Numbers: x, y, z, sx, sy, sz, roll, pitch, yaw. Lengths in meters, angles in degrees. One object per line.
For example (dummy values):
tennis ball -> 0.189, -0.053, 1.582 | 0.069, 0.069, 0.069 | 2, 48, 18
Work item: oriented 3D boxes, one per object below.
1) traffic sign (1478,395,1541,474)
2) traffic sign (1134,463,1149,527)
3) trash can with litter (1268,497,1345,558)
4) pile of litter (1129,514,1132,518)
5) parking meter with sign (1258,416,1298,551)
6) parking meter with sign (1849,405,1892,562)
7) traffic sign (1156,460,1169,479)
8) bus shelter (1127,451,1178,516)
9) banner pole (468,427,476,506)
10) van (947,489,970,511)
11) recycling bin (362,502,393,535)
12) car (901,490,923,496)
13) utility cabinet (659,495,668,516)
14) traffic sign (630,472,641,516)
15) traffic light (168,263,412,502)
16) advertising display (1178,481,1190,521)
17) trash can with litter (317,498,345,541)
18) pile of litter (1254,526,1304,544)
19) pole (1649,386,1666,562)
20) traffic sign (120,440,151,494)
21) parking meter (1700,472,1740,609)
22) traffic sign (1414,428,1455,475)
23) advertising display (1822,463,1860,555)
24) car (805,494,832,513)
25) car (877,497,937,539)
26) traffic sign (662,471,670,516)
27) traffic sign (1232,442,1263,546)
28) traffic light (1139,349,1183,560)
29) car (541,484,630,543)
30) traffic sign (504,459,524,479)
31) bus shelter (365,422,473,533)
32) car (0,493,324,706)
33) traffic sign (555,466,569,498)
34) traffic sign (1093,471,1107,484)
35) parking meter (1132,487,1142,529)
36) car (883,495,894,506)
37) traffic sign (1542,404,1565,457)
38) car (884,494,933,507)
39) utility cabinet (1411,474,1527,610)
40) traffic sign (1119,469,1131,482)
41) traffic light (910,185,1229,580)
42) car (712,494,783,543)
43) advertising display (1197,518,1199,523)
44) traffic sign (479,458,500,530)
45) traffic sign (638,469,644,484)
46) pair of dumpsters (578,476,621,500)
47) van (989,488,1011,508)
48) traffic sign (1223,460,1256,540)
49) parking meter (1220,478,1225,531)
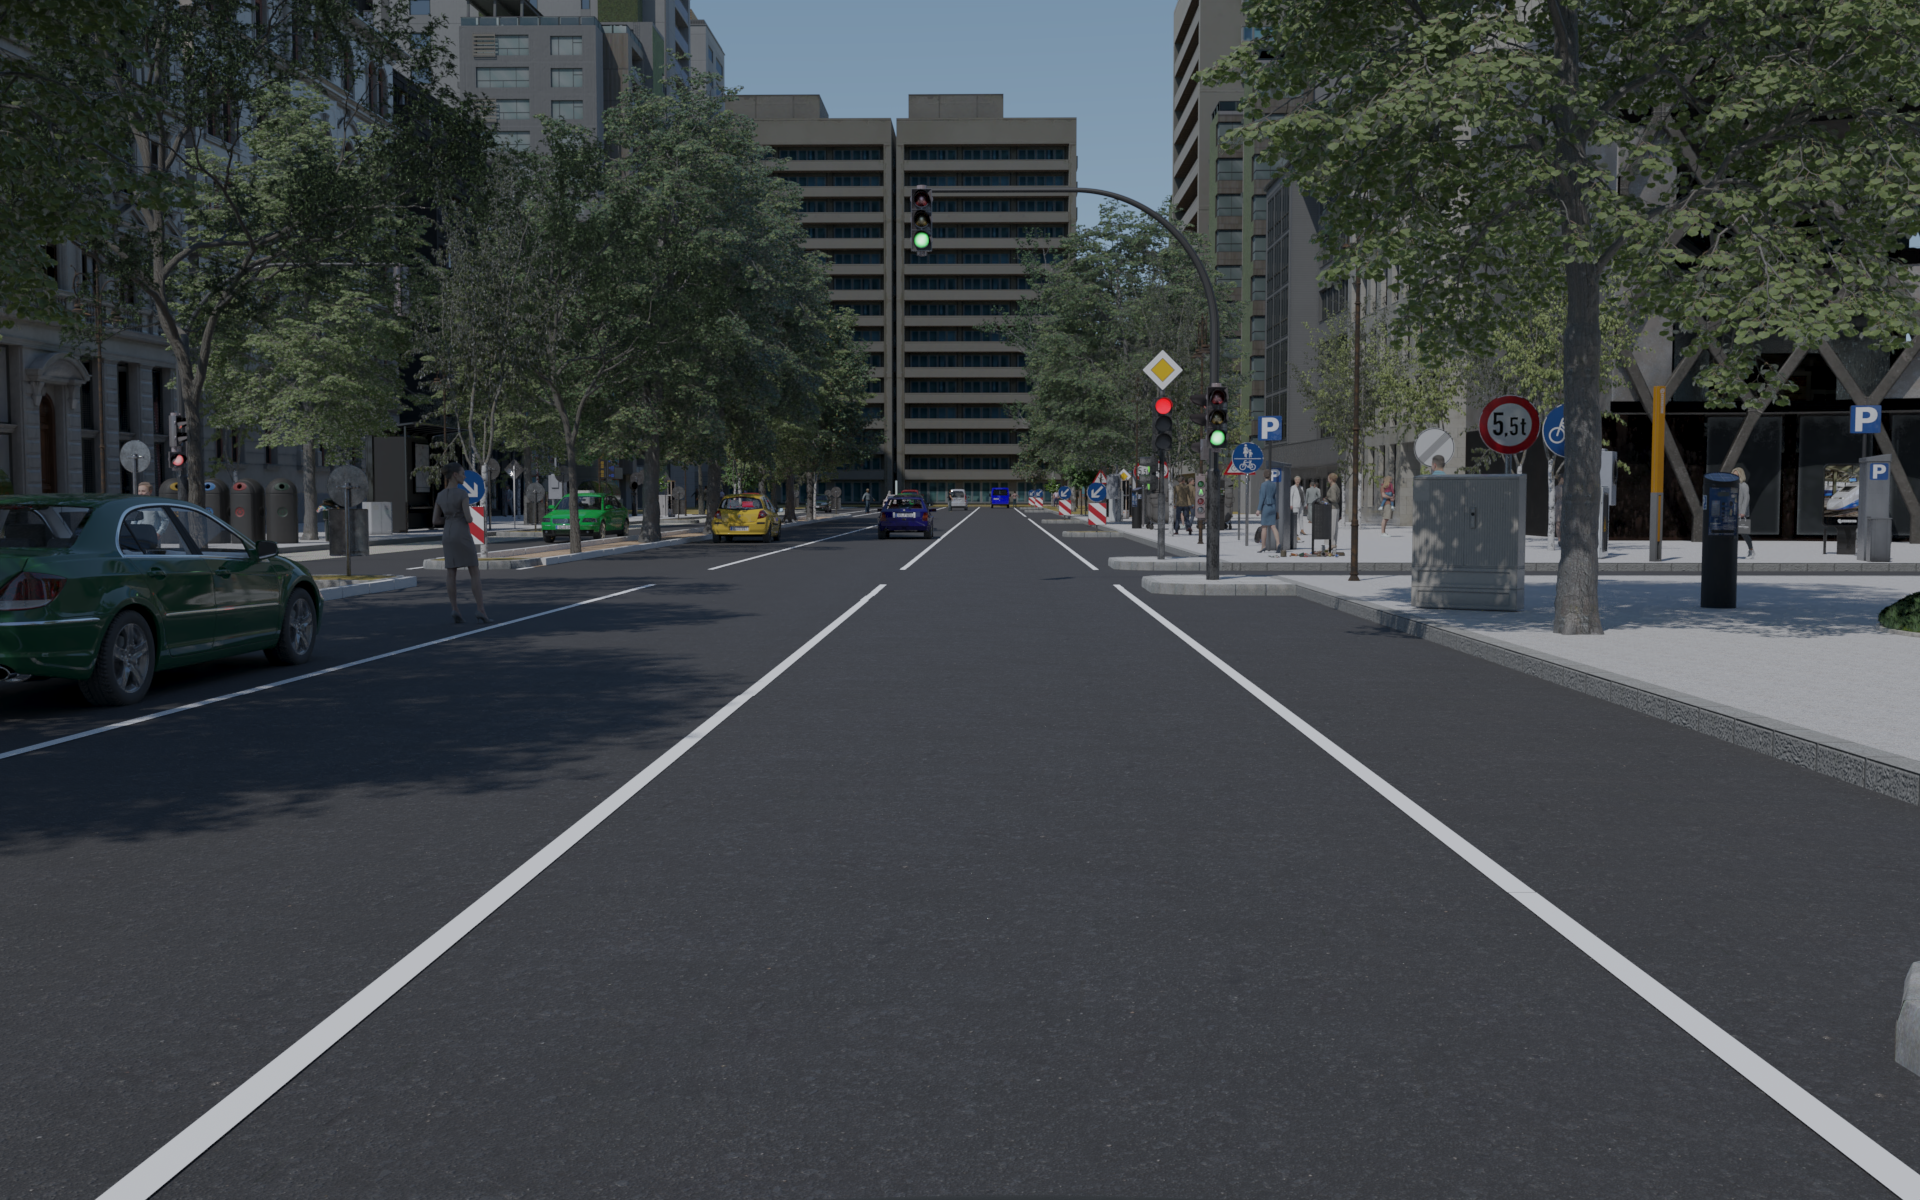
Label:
traffic sign -> 7.049, -1.357, 22.292 | 0.768, 2.556, 0.104 | 1, 4, 10
traffic sign -> 7.187, -4.145, 67.873 | 0.768, 2.556, 0.104 | 0, 4, 6
trash can with litter -> 7.090, -1.504, 35.651 | 2.233, 1.210, 1.678 | -2, 4, -34
pile of litter -> 8.816, -4.980, 95.385 | 1.176, 0.858, 1.719 | -2, 4, -29
parking meter with sign -> 7.282, -2.642, 39.460 | 0.543, 3.016, 1.738 | 2, 4, 26
parking meter with sign -> 17.565, -2.266, 33.310 | 0.543, 3.016, 1.738 | 1, 4, 15
traffic sign -> 7.553, -3.994, 65.412 | 0.768, 2.556, 0.104 | 0, 4, 7
bus shelter -> 9.045, -5.357, 81.508 | 2.014, 3.302, 5.546 | 0, 4, 1
banner pole -> -17.931, -4.507, 63.701 | 0.401, 3.779, 0.863 | -2, 4, -32
van -> -0.174, -8.847, 151.664 | 2.013, 2.044, 4.112 | 0, 4, 2
recycling bin -> -18.430, -2.584, 54.798 | 0.722, 1.027, 0.722 | -3, 4, -38
car -> -4.460, -9.019, 156.137 | 2.281, 1.827, 5.304 | 0, 4, 0
utility cabinet -> -17.832, -5.664, 103.770 | 1.020, 1.237, 0.306 | 2, 4, 31
traffic sign -> -18.801, -6.148, 100.618 | 0.768, 2.556, 0.104 | 1, 4, 8
traffic light -> -13.244, -3.640, 34.178 | 4.771, 5.953, 1.251 | 0, 4, 1
advertising display -> 10.701, -4.753, 82.929 | 0.123, 1.923, 0.974 | -2, 4, -32
trash can with litter -> -16.836, -2.163, 46.759 | 0.624, 1.170, 1.055 | 0, 4, 7
pile of litter -> 8.425, -1.928, 45.490 | 1.719, 0.858, 1.176 | -2, 4, -31
pole -> 13.209, -2.383, 32.801 | 0.158, 3.312, 0.155 | 0, 3, 0
traffic sign -> -19.470, -2.494, 40.889 | 0.768, 2.556, 0.104 | 0, 4, 5
parking meter -> 8.569, -0.680, 19.524 | 0.372, 1.533, 0.369 | 0, 3, 0
traffic sign -> 9.098, -2.030, 33.304 | 0.768, 2.556, 0.104 | 0, 4, 6
advertising display -> 18.751, -1.918, 36.579 | 0.974, 1.923, 0.123 | 3, 5, 40
car -> -10.838, -7.527, 132.857 | 2.009, 1.686, 4.222 | 0, 4, 2
car -> -1.743, -2.674, 56.298 | 1.945, 1.354, 3.894 | 0, 4, 0
traffic sign -> -16.848, -6.063, 99.139 | 0.884, 2.594, 0.081 | 0, 4, 5
traffic sign -> 7.075, -2.602, 42.648 | 0.768, 2.556, 0.104 | 1, 4, 10
traffic light -> 3.920, -2.745, 33.805 | 0.839, 4.253, 0.868 | 0, 4, 1
car -> -11.303, -2.668, 52.420 | 1.959, 1.807, 4.718 | 0, 4, 3
traffic sign -> -16.676, -3.979, 64.792 | 0.795, 2.593, 0.064 | 1, 4, 10
bus shelter -> -18.474, -4.169, 59.444 | 1.731, 3.624, 6.357 | 0, 4, 1
car -> -6.475, -0.082, 13.145 | 2.131, 1.459, 4.920 | 0, 4, 2
traffic sign -> -17.733, -4.724, 77.339 | 0.768, 2.556, 0.104 | 0, 4, 5
traffic sign -> 7.349, -5.532, 90.458 | 0.884, 2.594, 0.081 | 0, 4, 4
parking meter -> 6.558, -3.412, 64.199 | 0.372, 1.533, 0.369 | 0, 3, 0
car -> -4.807, -7.276, 131.318 | 2.083, 1.381, 4.827 | 0, 4, 2
traffic sign -> 8.521, -1.478, 24.272 | 0.768, 2.556, 0.104 | 0, 4, 4
car -> -2.107, -3.739, 70.918 | 2.009, 1.686, 4.222 | 0, 4, -1
utility cabinet -> 5.625, -0.643, 19.186 | 1.173, 1.500, 0.318 | 2, 4, 34
traffic sign -> 8.494, -5.505, 89.744 | 0.795, 2.593, 0.064 | 1, 4, 9
traffic light -> 1.662, -3.123, 25.723 | 4.771, 5.953, 1.251 | 0, 4, 1
car -> -6.367, -2.555, 51.990 | 2.015, 1.641, 3.980 | 0, 4, 0
advertising display -> 9.286, -3.800, 67.343 | 0.123, 1.923, 0.974 | 1, 4, 9
traffic sign -> -16.647, -3.741, 61.279 | 0.768, 2.556, 0.104 | 0, 4, 7
traffic sign -> -16.002, -5.372, 87.937 | 0.768, 2.556, 0.104 | 1, 4, 10
pair of dumpsters -> -19.279, -5.490, 92.257 | 1.574, 2.255, 4.437 | 0, 4, 1
van -> 4.052, -10.426, 174.855 | 2.240, 2.365, 5.245 | 0, 4, 1
traffic sign -> 7.744, -2.937, 48.029 | 0.884, 2.594, 0.081 | 0, 4, 6
parking meter -> 9.107, -3.376, 60.910 | 0.255, 1.863, 0.399 | -2, 4, -32
